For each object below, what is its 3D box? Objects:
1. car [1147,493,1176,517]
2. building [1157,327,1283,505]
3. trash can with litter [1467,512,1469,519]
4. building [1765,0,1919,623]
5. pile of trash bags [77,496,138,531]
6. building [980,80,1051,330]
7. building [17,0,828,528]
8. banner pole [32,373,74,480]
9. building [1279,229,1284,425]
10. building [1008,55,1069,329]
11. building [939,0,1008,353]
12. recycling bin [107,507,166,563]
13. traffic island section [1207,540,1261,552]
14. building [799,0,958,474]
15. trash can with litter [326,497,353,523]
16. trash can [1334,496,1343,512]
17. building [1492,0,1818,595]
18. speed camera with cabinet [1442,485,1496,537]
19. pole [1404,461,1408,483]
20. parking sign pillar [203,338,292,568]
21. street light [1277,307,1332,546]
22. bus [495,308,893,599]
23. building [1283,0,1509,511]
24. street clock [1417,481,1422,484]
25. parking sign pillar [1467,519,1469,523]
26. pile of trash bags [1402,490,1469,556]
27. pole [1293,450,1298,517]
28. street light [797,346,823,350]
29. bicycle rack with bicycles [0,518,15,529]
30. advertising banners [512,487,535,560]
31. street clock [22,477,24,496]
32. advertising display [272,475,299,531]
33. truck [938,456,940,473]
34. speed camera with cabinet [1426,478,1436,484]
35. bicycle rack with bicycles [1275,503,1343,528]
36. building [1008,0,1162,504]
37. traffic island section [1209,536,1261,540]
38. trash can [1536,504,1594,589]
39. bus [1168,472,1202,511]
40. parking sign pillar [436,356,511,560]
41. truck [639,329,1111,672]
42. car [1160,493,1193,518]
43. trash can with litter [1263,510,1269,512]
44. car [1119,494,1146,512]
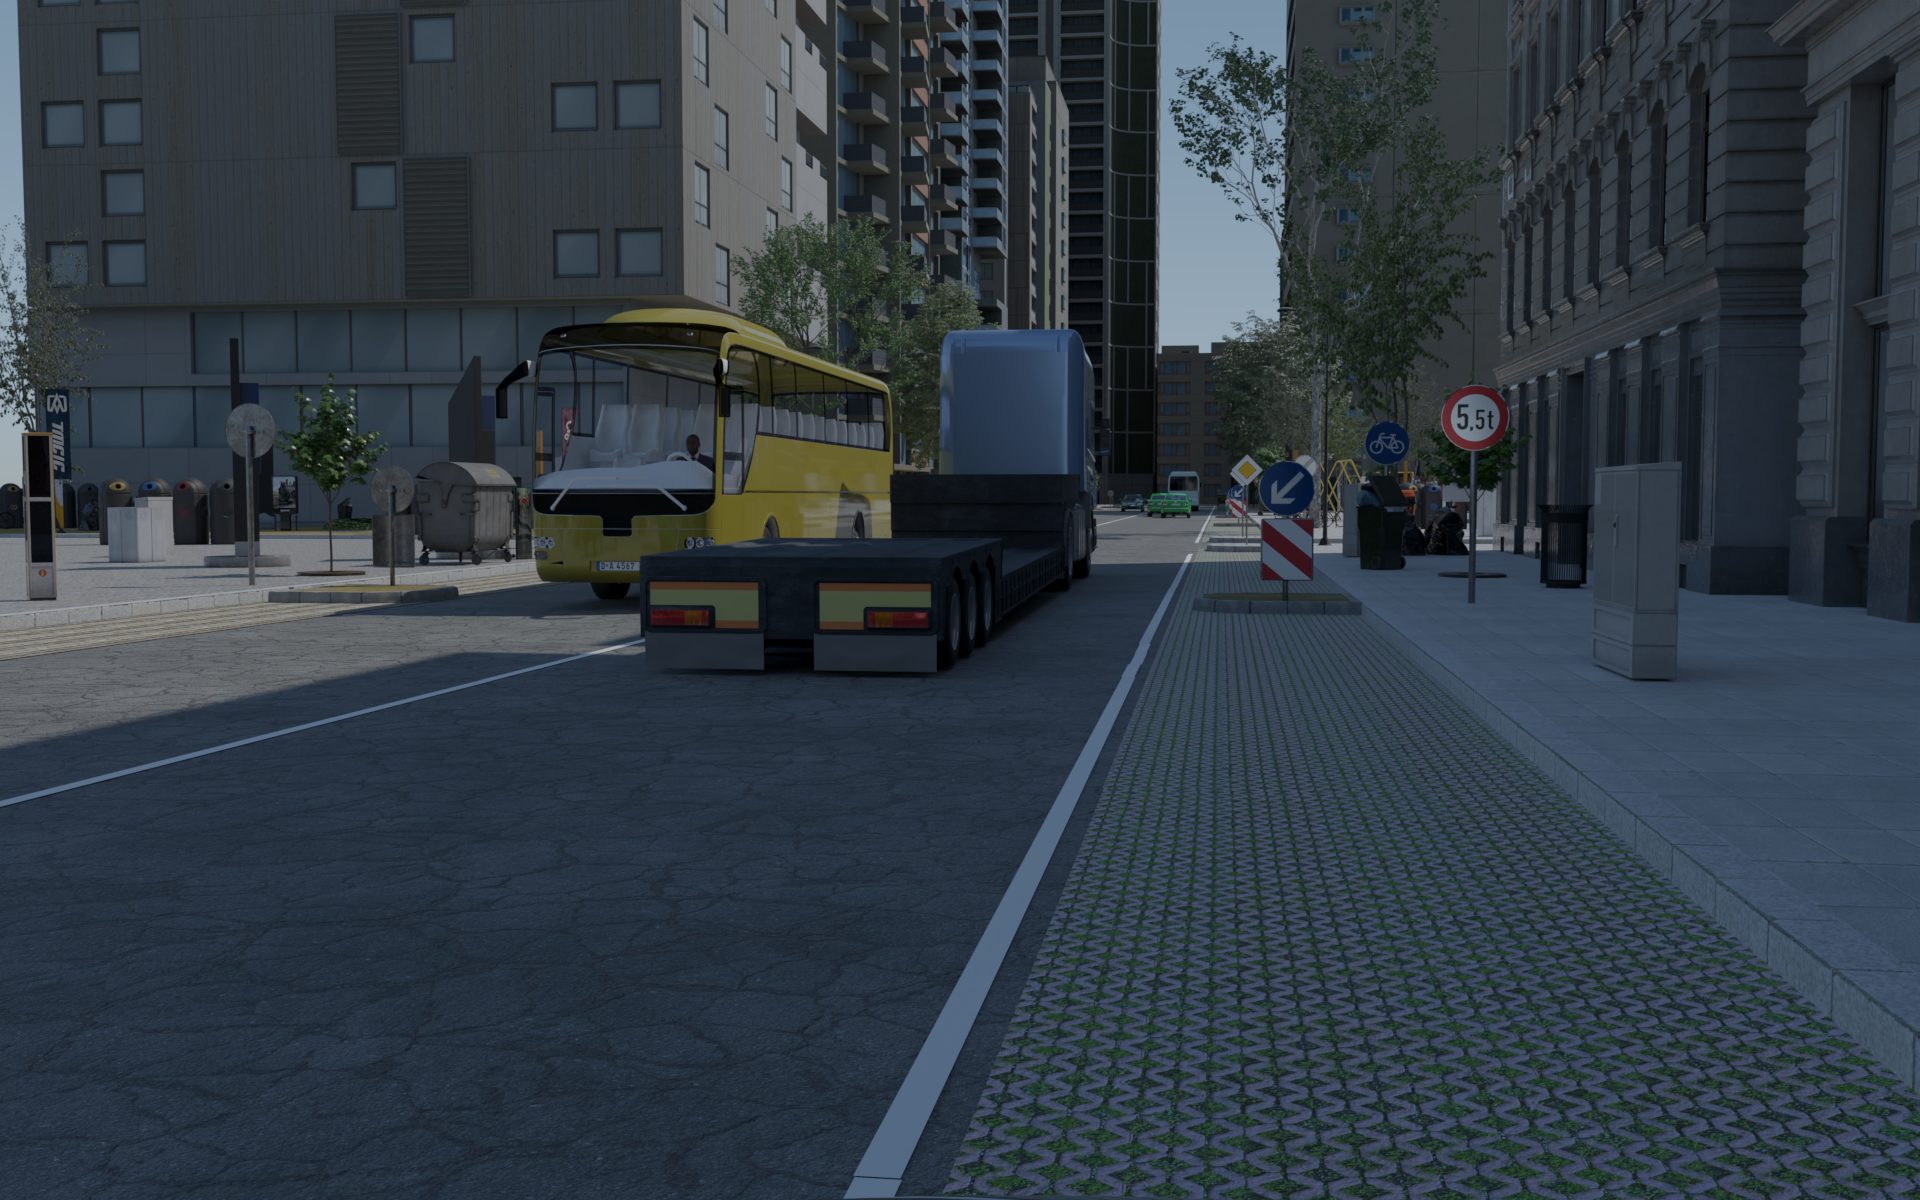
[{"bbox_3d":[12.797,-6.174,109.738,1.959,1.807,4.718,0,4,8],"label":"car"},{"bbox_3d":[40.602,-23.193,224.241,28.899,21.520,27.650,1,4,9],"label":"building"},{"bbox_3d":[27.598,-4.841,90.202,2.233,1.210,1.678,1,4,14],"label":"trash can with litter"},{"bbox_3d":[13.334,-11.097,10.318,11.050,23.489,19.941,1,4,9],"label":"building"},{"bbox_3d":[-29.193,-3.106,60.531,3.447,1.369,1.912,2,4,33],"label":"pile of trash bags"},{"bbox_3d":[1.035,-29.583,167.281,14.154,41.232,14.086,1,4,9],"label":"building"},{"bbox_3d":[-21.524,-29.880,77.776,28.713,52.752,27.495,1,4,9],"label":"building"},{"bbox_3d":[-18.980,-2.822,36.155,0.863,3.779,0.401,-3,5,-41],"label":"banner pole"},{"bbox_3d":[41.846,-25.519,188.941,14.160,30.474,14.107,1,4,9],"label":"building"},{"bbox_3d":[0.476,-34.667,190.503,21.600,48.544,21.300,1,4,9],"label":"building"},{"bbox_3d":[-6.609,-50.864,144.292,22.319,86.520,31.000,1,4,9],"label":"building"},{"bbox_3d":[-15.520,-1.229,32.653,0.722,1.027,0.722,1,4,20],"label":"recycling bin"},{"bbox_3d":[7.257,-1.313,43.754,2.009,0.180,2.903,1,4,9],"label":"traffic island section"},{"bbox_3d":[-12.178,-28.044,113.136,22.147,44.769,28.867,1,4,9],"label":"building"},{"bbox_3d":[-22.907,-3.205,63.796,1.055,1.170,0.624,-1,4,-23],"label":"trash can with litter"},{"bbox_3d":[27.363,-6.933,125.002,0.748,1.137,0.748,0,3,0],"label":"trash can"},{"bbox_3d":[15.500,-11.032,29.518,9.793,20.994,18.267,1,4,9],"label":"building"},{"bbox_3d":[15.651,-3.542,52.249,2.038,3.252,0.660,0,4,-1],"label":"speed camera with cabinet"},{"bbox_3d":[27.321,-6.873,106.217,0.158,3.312,0.155,0,3,0],"label":"pole"},{"bbox_3d":[-12.656,-2.581,30.664,1.447,3.967,1.447,-1,4,-22],"label":"parking sign pillar"},{"bbox_3d":[8.580,-4.320,43.170,1.470,5.913,1.316,1,4,9],"label":"street light"},{"bbox_3d":[-3.339,-2.151,26.717,2.896,3.916,12.252,0,4,8],"label":"bus"},{"bbox_3d":[37.701,-31.678,141.645,21.300,48.544,21.600,1,4,9],"label":"building"},{"bbox_3d":[25.826,-5.677,97.394,0.358,2.002,0.471,0,4,4],"label":"street clock"},{"bbox_3d":[22.987,-5.354,76.004,1.447,3.967,1.447,-2,4,-30],"label":"parking sign pillar"},{"bbox_3d":[9.854,-1.701,37.572,1.912,1.369,3.447,0,4,6],"label":"pile of trash bags"},{"bbox_3d":[15.450,-5.259,79.829,0.158,3.312,0.155,0,3,0],"label":"pole"},{"bbox_3d":[-4.981,-5.006,54.386,1.470,5.913,1.316,1,4,9],"label":"street light"},{"bbox_3d":[-35.981,-2.991,62.285,2.925,0.926,2.852,0,4,-7],"label":"bicycle rack with bicycles"},{"bbox_3d":[-8.244,-2.345,34.535,0.090,3.025,2.074,2,4,25],"label":"advertising banners"},{"bbox_3d":[-39.109,-4.155,72.510,0.358,2.002,0.471,-2,4,-30],"label":"street clock"},{"bbox_3d":[-23.430,-3.360,60.143,0.974,1.923,0.123,1,4,15],"label":"advertising display"},{"bbox_3d":[1.212,-4.501,62.509,2.839,4.237,11.283,0,4,7],"label":"truck"},{"bbox_3d":[34.061,-7.867,122.962,2.038,3.252,0.660,-2,4,-26],"label":"speed camera with cabinet"},{"bbox_3d":[13.528,-3.268,66.810,2.925,0.926,2.852,-1,4,-11],"label":"bicycle rack with bicycles"},{"bbox_3d":[15.073,-47.991,222.901,20.611,71.187,20.563,1,4,9],"label":"building"},{"bbox_3d":[8.447,-1.796,51.650,2.009,0.180,2.903,1,4,9],"label":"traffic island section"},{"bbox_3d":[8.257,-0.735,23.677,0.748,1.137,0.748,0,3,0],"label":"trash can"},{"bbox_3d":[19.229,-9.396,148.492,2.948,3.499,13.247,0,4,8],"label":"bus"},{"bbox_3d":[-9.699,-2.810,34.412,1.447,3.967,1.447,-3,5,-39],"label":"parking sign pillar"},{"bbox_3d":[0.006,-2.014,22.692,2.967,4.110,18.799,1,4,8],"label":"truck"},{"bbox_3d":[13.034,-5.849,104.421,1.959,1.807,4.718,0,4,8],"label":"car"},{"bbox_3d":[22.464,-6.987,125.626,1.055,1.170,0.624,1,4,13],"label":"trash can with litter"},{"bbox_3d":[13.947,-7.819,139.642,2.131,1.459,4.920,0,4,7],"label":"car"}]
